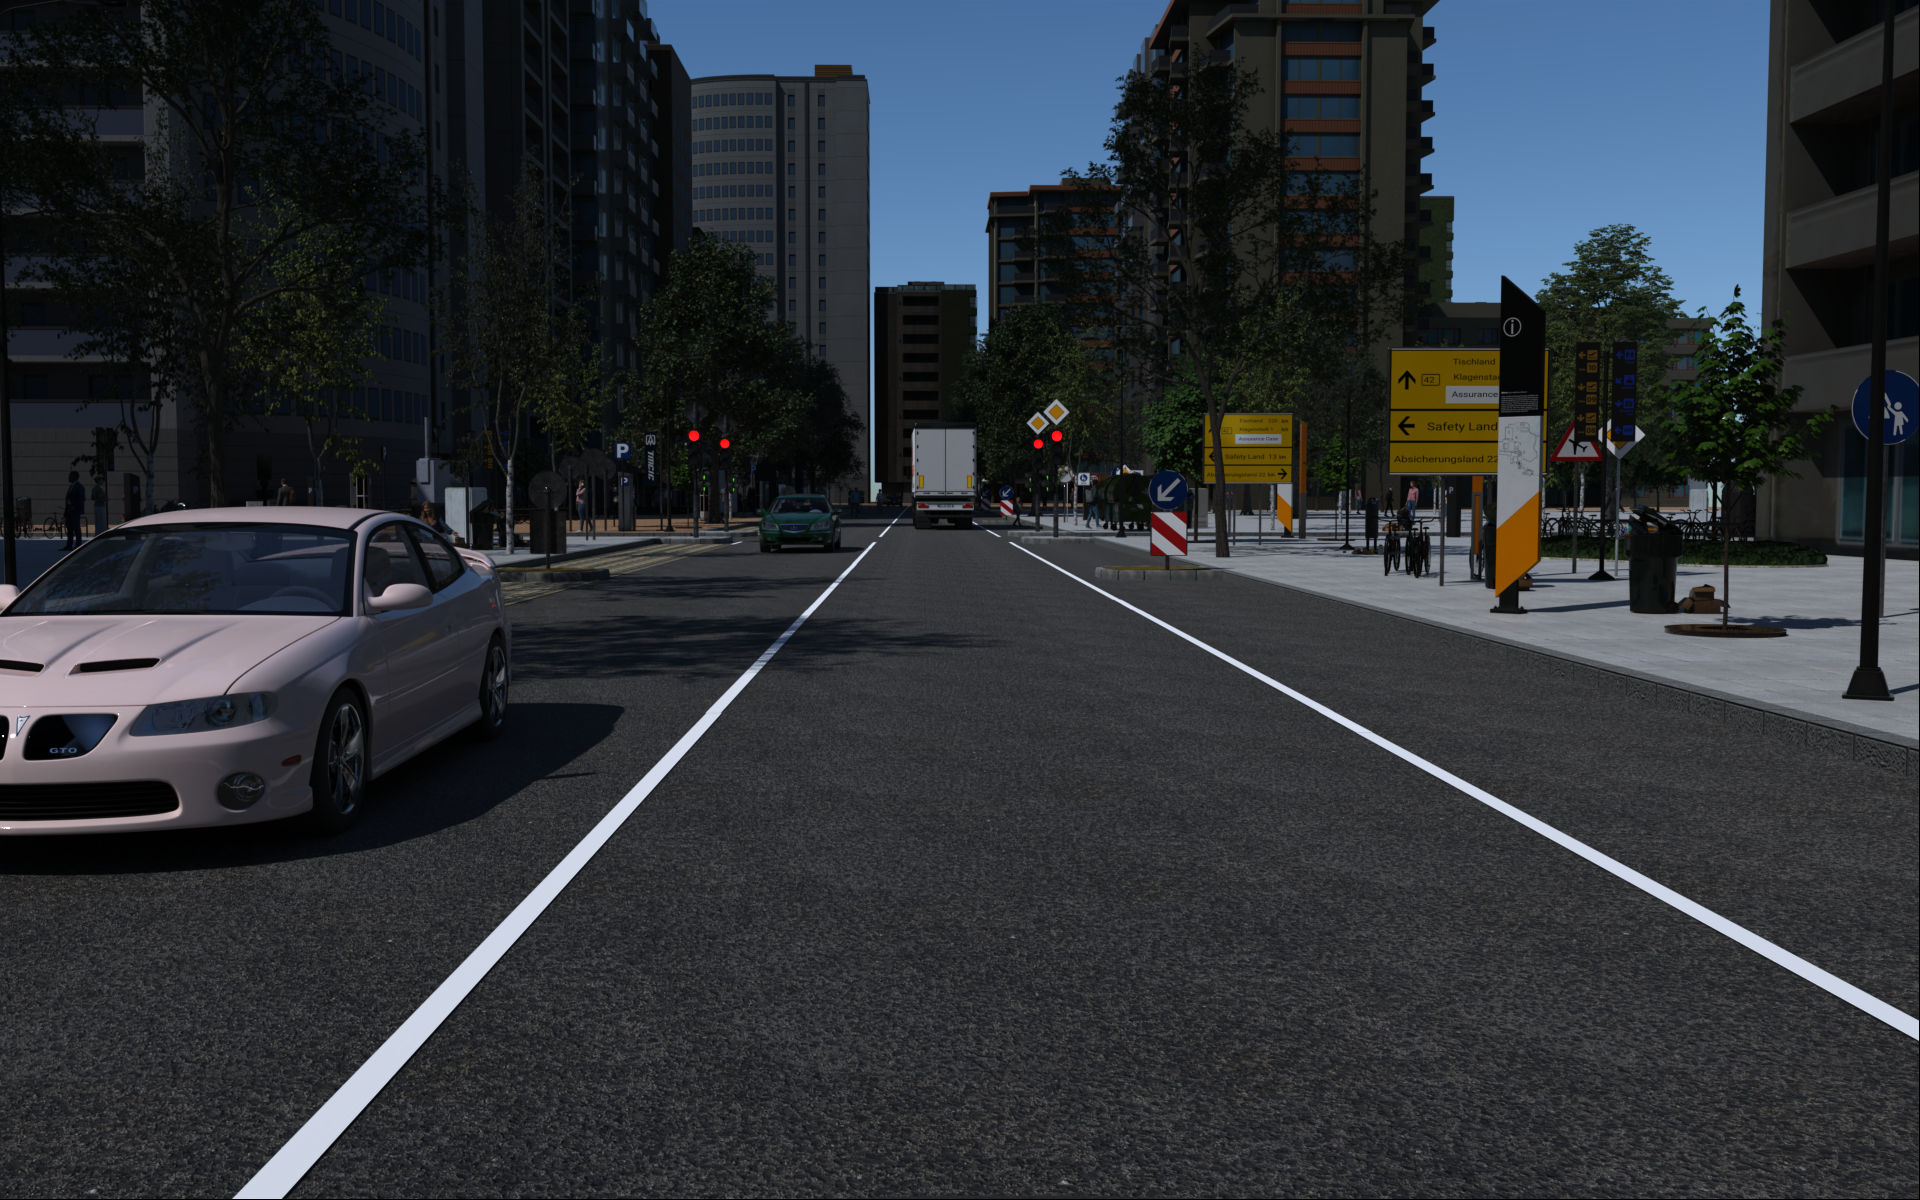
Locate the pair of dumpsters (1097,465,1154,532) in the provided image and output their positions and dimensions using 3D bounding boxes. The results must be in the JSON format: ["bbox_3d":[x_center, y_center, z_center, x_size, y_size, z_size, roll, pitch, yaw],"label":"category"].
[{"bbox_3d":[5.867,-3.560,60.701,1.574,2.255,4.437,0,4,-1],"label":"pair of dumpsters"}]

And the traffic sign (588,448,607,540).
[{"bbox_3d":[-10.217,-2.947,48.287,0.768,2.556,0.104,0,4,1],"label":"traffic sign"}]

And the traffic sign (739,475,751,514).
[{"bbox_3d":[-14.070,-6.930,113.407,0.768,2.556,0.104,0,4,2],"label":"traffic sign"}]

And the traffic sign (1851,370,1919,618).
[{"bbox_3d":[9.530,-1.087,17.880,0.768,2.556,0.104,0,4,-1],"label":"traffic sign"}]

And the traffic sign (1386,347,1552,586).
[{"bbox_3d":[7.038,-1.845,24.036,2.265,3.308,0.079,0,4,0],"label":"traffic sign"}]

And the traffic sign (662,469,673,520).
[{"bbox_3d":[-14.238,-5.158,84.446,0.768,2.556,0.104,0,4,5],"label":"traffic sign"}]

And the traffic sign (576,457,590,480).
[{"bbox_3d":[-12.995,-3.628,59.430,0.768,2.556,0.104,0,4,7],"label":"traffic sign"}]

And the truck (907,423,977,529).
[{"bbox_3d":[-0.798,-5.175,73.522,2.839,4.237,11.283,0,4,-2],"label":"truck"}]

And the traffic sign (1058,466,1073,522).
[{"bbox_3d":[4.745,-4.794,78.487,0.768,2.556,0.104,0,4,4],"label":"traffic sign"}]

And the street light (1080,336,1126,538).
[{"bbox_3d":[4.232,-4.805,51.095,1.470,5.913,1.316,0,4,-1],"label":"street light"}]

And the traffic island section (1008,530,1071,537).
[{"bbox_3d":[2.672,-2.256,59.173,2.009,0.180,2.903,0,4,-1],"label":"traffic island section"}]

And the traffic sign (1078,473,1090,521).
[{"bbox_3d":[5.974,-4.992,83.749,0.606,2.300,0.079,0,4,-1],"label":"traffic sign"}]

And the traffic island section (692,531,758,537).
[{"bbox_3d":[-7.967,-2.242,58.934,2.009,0.180,2.903,0,4,-1],"label":"traffic island section"}]

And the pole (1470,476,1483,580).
[{"bbox_3d":[7.738,-1.959,25.870,0.158,3.312,0.155,0,3,0],"label":"pole"}]

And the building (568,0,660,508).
[{"bbox_3d":[-38.063,-32.307,147.824,23.786,49.044,30.456,0,4,-1],"label":"building"}]

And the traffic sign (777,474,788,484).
[{"bbox_3d":[-11.502,-6.844,112.005,0.768,2.556,0.104,0,4,5],"label":"traffic sign"}]

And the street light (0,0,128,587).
[{"bbox_3d":[-8.399,-2.668,16.165,1.470,5.913,1.316,0,4,-1],"label":"street light"}]

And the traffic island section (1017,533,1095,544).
[{"bbox_3d":[2.856,-1.768,51.190,2.009,0.180,2.903,0,4,-1],"label":"traffic island section"}]

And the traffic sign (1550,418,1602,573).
[{"bbox_3d":[9.955,-1.712,27.998,0.884,2.594,0.081,0,4,2],"label":"traffic sign"}]

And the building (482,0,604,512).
[{"bbox_3d":[-35.446,-41.523,117.161,20.563,71.187,20.611,0,4,-1],"label":"building"}]

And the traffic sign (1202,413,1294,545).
[{"bbox_3d":[7.199,-3.025,43.334,2.265,3.308,0.079,0,4,2],"label":"traffic sign"}]

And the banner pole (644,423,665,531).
[{"bbox_3d":[-10.722,-4.336,60.917,0.863,3.779,0.401,1,4,16],"label":"banner pole"}]

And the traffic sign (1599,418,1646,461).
[{"bbox_3d":[10.240,-1.660,26.879,0.795,2.593,0.064,0,4,4],"label":"traffic sign"}]

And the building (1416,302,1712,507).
[{"bbox_3d":[59.068,-20.711,183.663,28.899,21.520,27.650,0,4,-1],"label":"building"}]

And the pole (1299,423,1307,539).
[{"bbox_3d":[9.818,-3.410,49.595,0.158,3.312,0.155,0,3,0],"label":"pole"}]

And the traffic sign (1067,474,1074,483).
[{"bbox_3d":[4.966,-4.897,79.802,0.795,2.593,0.064,0,3,0],"label":"traffic sign"}]

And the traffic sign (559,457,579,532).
[{"bbox_3d":[-13.292,-3.606,59.067,0.768,2.556,0.104,0,4,7],"label":"traffic sign"}]

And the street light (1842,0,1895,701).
[{"bbox_3d":[5.174,-2.335,10.718,1.470,5.913,1.316,0,4,-1],"label":"street light"}]

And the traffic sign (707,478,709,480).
[{"bbox_3d":[-14.702,-6.037,98.816,0.768,2.556,0.104,0,4,-1],"label":"traffic sign"}]

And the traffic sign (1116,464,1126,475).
[{"bbox_3d":[7.295,-4.699,76.567,0.795,2.593,0.064,0,4,7],"label":"traffic sign"}]

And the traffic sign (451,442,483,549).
[{"bbox_3d":[-11.550,-2.476,40.597,0.768,2.556,0.104,0,4,2],"label":"traffic sign"}]

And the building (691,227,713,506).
[{"bbox_3d":[-34.211,-25.507,188.742,14.107,30.474,14.160,0,4,-1],"label":"building"}]

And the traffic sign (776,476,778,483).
[{"bbox_3d":[-11.896,-6.707,109.772,0.768,2.556,0.104,0,4,2],"label":"traffic sign"}]

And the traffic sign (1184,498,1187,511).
[{"bbox_3d":[6.607,-3.103,50.740,0.884,2.594,0.081,0,4,-1],"label":"traffic sign"}]

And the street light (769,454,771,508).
[{"bbox_3d":[-10.278,-7.699,98.415,1.470,5.913,1.316,0,4,-1],"label":"street light"}]

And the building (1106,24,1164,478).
[{"bbox_3d":[28.081,-34.344,181.132,23.786,49.044,30.456,0,4,-1],"label":"building"}]

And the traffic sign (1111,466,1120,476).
[{"bbox_3d":[7.177,-4.754,77.827,0.768,2.556,0.104,0,4,1],"label":"traffic sign"}]

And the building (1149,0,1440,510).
[{"bbox_3d":[28.280,-30.399,151.653,22.147,44.769,28.867,0,4,-1],"label":"building"}]

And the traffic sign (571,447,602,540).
[{"bbox_3d":[-10.306,-2.923,47.793,0.884,2.594,0.081,0,4,5],"label":"traffic sign"}]

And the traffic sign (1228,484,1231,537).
[{"bbox_3d":[8.004,-3.137,51.398,0.768,2.556,0.104,0,4,6],"label":"traffic sign"}]

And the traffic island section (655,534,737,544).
[{"bbox_3d":[-7.783,-1.754,50.951,2.009,0.180,2.903,0,4,-1],"label":"traffic island section"}]

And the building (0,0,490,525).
[{"bbox_3d":[-37.330,-33.164,84.231,21.231,58.520,28.212,0,4,-1],"label":"building"}]

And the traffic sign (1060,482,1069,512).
[{"bbox_3d":[7.561,-7.720,126.322,0.768,2.556,0.104,0,4,4],"label":"traffic sign"}]

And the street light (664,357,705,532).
[{"bbox_3d":[-9.321,-5.267,58.660,1.470,5.913,1.316,0,4,-1],"label":"street light"}]

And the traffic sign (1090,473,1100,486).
[{"bbox_3d":[8.260,-6.558,107.323,0.768,2.556,0.104,0,4,2],"label":"traffic sign"}]

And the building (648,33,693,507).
[{"bbox_3d":[-34.088,-31.817,170.320,14.600,45.320,14.200,0,4,-1],"label":"building"}]

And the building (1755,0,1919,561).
[{"bbox_3d":[28.119,-24.595,25.825,21.300,48.544,21.600,0,4,-1],"label":"building"}]

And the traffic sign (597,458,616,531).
[{"bbox_3d":[-12.430,-3.705,60.677,0.768,2.556,0.104,0,4,1],"label":"traffic sign"}]
